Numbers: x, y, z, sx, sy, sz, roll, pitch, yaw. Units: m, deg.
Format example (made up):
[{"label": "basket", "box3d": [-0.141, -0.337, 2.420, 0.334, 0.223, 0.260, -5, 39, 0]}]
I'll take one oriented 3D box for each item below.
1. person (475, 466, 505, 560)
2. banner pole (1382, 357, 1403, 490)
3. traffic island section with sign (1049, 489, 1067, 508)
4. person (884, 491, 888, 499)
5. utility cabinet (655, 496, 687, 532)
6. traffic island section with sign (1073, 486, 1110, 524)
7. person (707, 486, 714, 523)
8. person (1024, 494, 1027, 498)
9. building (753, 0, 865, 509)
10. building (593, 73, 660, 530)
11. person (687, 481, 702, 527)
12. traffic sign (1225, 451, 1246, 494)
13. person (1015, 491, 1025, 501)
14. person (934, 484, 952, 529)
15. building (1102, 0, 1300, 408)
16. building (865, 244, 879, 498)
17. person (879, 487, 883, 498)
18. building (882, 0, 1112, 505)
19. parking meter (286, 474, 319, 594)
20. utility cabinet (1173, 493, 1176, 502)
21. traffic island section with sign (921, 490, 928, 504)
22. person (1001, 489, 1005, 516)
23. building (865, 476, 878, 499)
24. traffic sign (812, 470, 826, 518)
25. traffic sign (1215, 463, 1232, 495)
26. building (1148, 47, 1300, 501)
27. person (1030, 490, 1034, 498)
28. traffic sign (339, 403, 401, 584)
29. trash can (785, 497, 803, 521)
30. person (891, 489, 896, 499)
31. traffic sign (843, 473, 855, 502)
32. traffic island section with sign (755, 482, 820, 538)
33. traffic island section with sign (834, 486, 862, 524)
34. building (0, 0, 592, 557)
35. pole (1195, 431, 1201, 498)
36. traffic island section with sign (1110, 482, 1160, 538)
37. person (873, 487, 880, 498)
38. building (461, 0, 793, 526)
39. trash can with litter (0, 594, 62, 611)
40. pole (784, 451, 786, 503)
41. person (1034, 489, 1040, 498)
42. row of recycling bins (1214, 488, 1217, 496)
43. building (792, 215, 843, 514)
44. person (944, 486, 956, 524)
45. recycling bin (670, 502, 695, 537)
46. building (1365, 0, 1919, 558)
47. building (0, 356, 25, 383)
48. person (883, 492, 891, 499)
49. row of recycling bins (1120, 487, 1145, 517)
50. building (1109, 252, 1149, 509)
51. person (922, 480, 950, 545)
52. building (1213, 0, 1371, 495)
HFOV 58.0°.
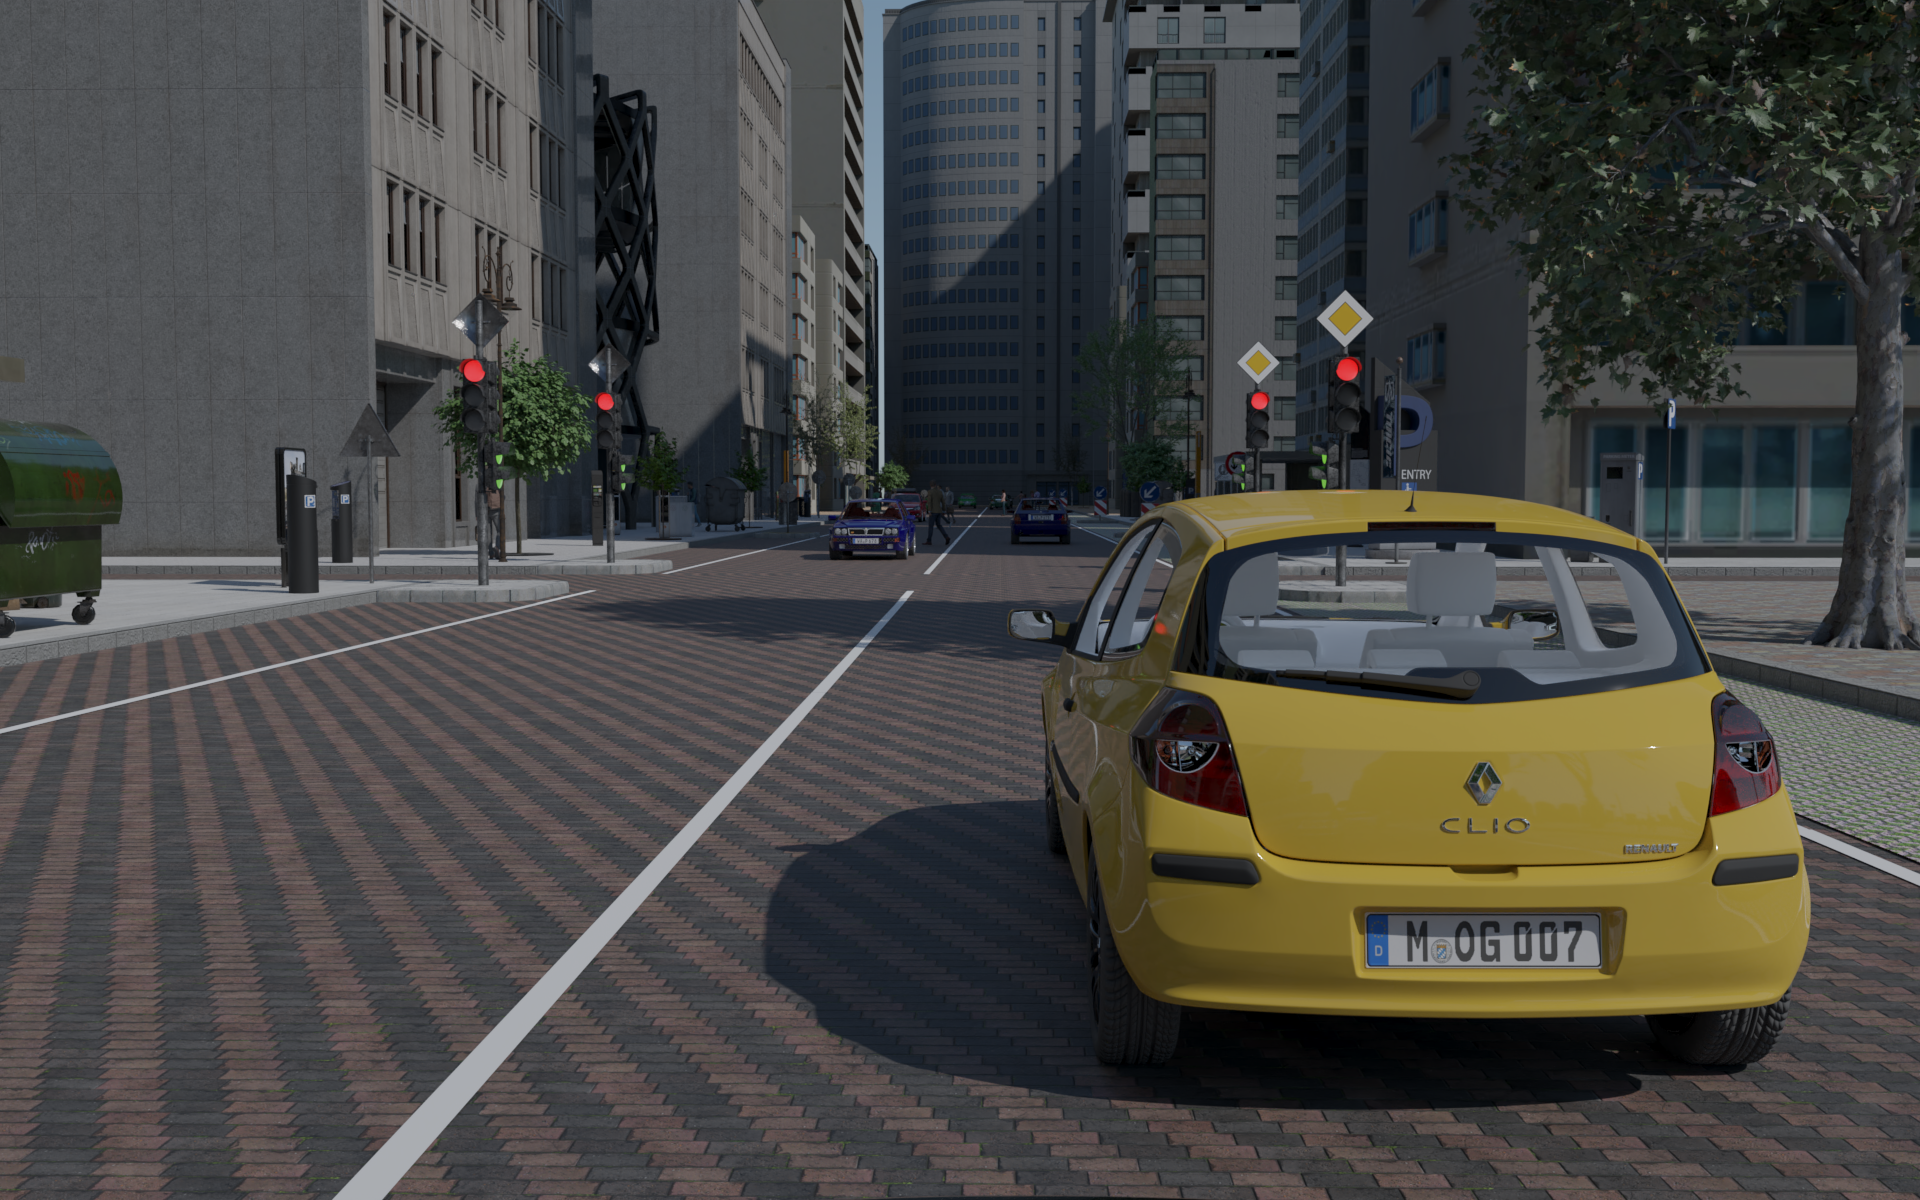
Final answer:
[{"label": "person", "box3d": [-9.211, -1.709, 33.947, 0.622, 1.834, 0.822, 0, 4, -6]}, {"label": "banner pole", "box3d": [7.988, -2.568, 31.996, 0.401, 3.779, 0.863, -1, 4, -11]}, {"label": "traffic island section with sign", "box3d": [7.840, -7.664, 133.932, 1.989, 1.847, 2.006, 0, 4, 1]}, {"label": "person", "box3d": [-7.991, -10.836, 184.154, 0.436, 1.711, 0.756, -2, 4, -25]}, {"label": "utility cabinet", "box3d": [-9.679, -2.871, 58.106, 1.020, 1.237, 0.306, 0, 4, 4]}, {"label": "traffic island section with sign", "box3d": [6.706, -4.650, 84.653, 1.989, 1.847, 2.006, 0, 4, 1]}, {"label": "person", "box3d": [-10.881, -4.245, 75.937, 0.515, 1.767, 0.782, 0, 4, -4]}, {"label": "person", "box3d": [5.266, -7.862, 140.311, 1.065, 1.426, 0.557, 3, 5, 44]}, {"label": "building", "box3d": [-19.552, -32.004, 146.972, 21.300, 48.544, 21.600, 0, 4, 1]}, {"label": "building", "box3d": [-19.776, -11.964, 63.057, 16.820, 18.784, 16.811, 0, 4, 1]}, {"label": "person", "box3d": [-10.383, -3.721, 67.234, 0.721, 1.781, 0.623, -2, 4, -33]}, {"label": "traffic sign", "box3d": [8.205, -3.124, 51.187, 0.768, 2.556, 0.104, 0, 4, 4]}, {"label": "person", "box3d": [5.868, -9.646, 166.924, 1.217, 1.736, 0.721, -2, 4, -24]}, {"label": "person", "box3d": [-0.721, -3.890, 71.945, 0.795, 1.843, 0.661, 0, 4, -3]}, {"label": "building", "box3d": [28.657, -35.231, 165.268, 28.713, 52.752, 27.495, 0, 4, 1]}, {"label": "building", "box3d": [-16.760, -26.281, 201.387, 14.107, 30.474, 14.160, 0, 4, 1]}, {"label": "person", "box3d": [-6.119, -7.839, 134.172, 0.705, 1.831, 1.348, 0, 4, -5]}, {"label": "building", "box3d": [5.282, -40.479, 203.838, 28.212, 58.520, 21.231, 0, 4, 1]}, {"label": "parking meter", "box3d": [-8.508, -0.856, 22.415, 0.372, 1.533, 0.369, 0, 3, 0]}, {"label": "utility cabinet", "box3d": [9.542, -4.438, 81.243, 1.173, 1.500, 0.318, 1, 4, 18]}, {"label": "traffic island section with sign", "box3d": [-3.265, -9.360, 161.665, 1.989, 1.847, 2.006, 0, 4, 1]}, {"label": "person", "box3d": [2.764, -6.364, 113.257, 0.721, 1.736, 1.217, 0, 4, 2]}, {"label": "building", "box3d": [-22.998, -31.499, 169.629, 28.867, 44.769, 22.147, 0, 4, 1]}, {"label": "traffic sign", "box3d": [-7.511, -5.626, 92.093, 0.768, 2.556, 0.104, 0, 4, 5]}, {"label": "traffic sign", "box3d": [8.391, -3.239, 55.083, 0.606, 2.300, 0.079, 1, 4, 10]}, {"label": "building", "box3d": [19.520, -21.065, 116.111, 14.160, 30.474, 14.107, 0, 4, 1]}, {"label": "person", "box3d": [6.231, -8.407, 146.681, 0.721, 1.743, 1.217, 0, 4, 6]}, {"label": "traffic sign", "box3d": [-8.438, -1.515, 24.772, 0.884, 2.594, 0.081, 0, 4, 2]}, {"label": "trash can", "box3d": [-7.782, -4.182, 80.034, 0.748, 1.137, 0.748, 0, 3, 0]}, {"label": "person", "box3d": [-3.612, -5.590, 100.573, 0.731, 1.740, 0.598, -2, 4, -25]}, {"label": "traffic sign", "box3d": [-6.782, -6.470, 105.889, 0.768, 2.556, 0.104, 0, 4, 4]}, {"label": "traffic island section with sign", "box3d": [-5.644, -2.955, 56.947, 1.989, 1.847, 2.006, 0, 4, 1]}, {"label": "traffic island section with sign", "box3d": [-5.032, -4.616, 84.099, 1.989, 1.847, 2.006, 0, 4, 1]}, {"label": "building", "box3d": [-17.704, -13.851, 44.484, 12.078, 24.808, 19.932, 0, 4, 1]}, {"label": "pole", "box3d": [7.710, -3.809, 56.116, 0.158, 3.312, 0.155, 0, 3, 0]}, {"label": "traffic island section with sign", "box3d": [6.067, -2.952, 56.891, 1.989, 1.847, 2.006, 0, 4, 1]}, {"label": "person", "box3d": [-4.184, -4.746, 86.350, 0.529, 1.795, 0.600, 2, 4, 33]}, {"label": "building", "box3d": [-15.576, -16.433, 86.706, 12.078, 24.808, 19.932, 0, 4, 1]}, {"label": "trash can with litter", "box3d": [-10.435, -0.485, 19.312, 0.624, 1.170, 1.055, 1, 4, 19]}, {"label": "pole", "box3d": [-8.170, -5.357, 81.431, 0.158, 3.312, 0.155, 0, 3, 0]}, {"label": "person", "box3d": [6.641, -8.676, 150.215, 0.709, 1.838, 0.599, -1, 4, -22]}, {"label": "row of recycling bins", "box3d": [14.985, -5.353, 94.626, 1.069, 1.692, 3.534, 3, 4, 36]}, {"label": "building", "box3d": [-23.374, -16.962, 122.371, 27.650, 21.520, 28.899, 0, 4, 1]}, {"label": "person", "box3d": [-0.546, -4.625, 84.238, 0.709, 1.813, 0.853, 2, 4, 35]}, {"label": "recycling bin", "box3d": [-8.405, -2.426, 52.218, 0.722, 1.027, 0.722, 0, 4, -1]}, {"label": "building", "box3d": [21.761, -25.632, 42.782, 21.600, 48.544, 21.300, 0, 4, 1]}, {"label": "building", "box3d": [-26.622, -21.771, 10.583, 28.867, 44.769, 22.147, 0, 4, 1]}, {"label": "person", "box3d": [-7.192, -10.465, 177.140, 1.348, 1.824, 0.705, -1, 4, -9]}, {"label": "row of recycling bins", "box3d": [9.635, -5.469, 96.525, 1.069, 1.692, 3.534, 0, 4, -8]}, {"label": "building", "box3d": [26.661, -17.925, 138.115, 27.650, 21.520, 28.899, 0, 4, 1]}, {"label": "person", "box3d": [-0.660, -2.479, 48.950, 0.836, 1.842, 0.656, 1, 4, 15]}, {"label": "building", "box3d": [27.746, -23.343, 73.535, 32.217, 40.220, 23.993, 0, 4, 1]}]
